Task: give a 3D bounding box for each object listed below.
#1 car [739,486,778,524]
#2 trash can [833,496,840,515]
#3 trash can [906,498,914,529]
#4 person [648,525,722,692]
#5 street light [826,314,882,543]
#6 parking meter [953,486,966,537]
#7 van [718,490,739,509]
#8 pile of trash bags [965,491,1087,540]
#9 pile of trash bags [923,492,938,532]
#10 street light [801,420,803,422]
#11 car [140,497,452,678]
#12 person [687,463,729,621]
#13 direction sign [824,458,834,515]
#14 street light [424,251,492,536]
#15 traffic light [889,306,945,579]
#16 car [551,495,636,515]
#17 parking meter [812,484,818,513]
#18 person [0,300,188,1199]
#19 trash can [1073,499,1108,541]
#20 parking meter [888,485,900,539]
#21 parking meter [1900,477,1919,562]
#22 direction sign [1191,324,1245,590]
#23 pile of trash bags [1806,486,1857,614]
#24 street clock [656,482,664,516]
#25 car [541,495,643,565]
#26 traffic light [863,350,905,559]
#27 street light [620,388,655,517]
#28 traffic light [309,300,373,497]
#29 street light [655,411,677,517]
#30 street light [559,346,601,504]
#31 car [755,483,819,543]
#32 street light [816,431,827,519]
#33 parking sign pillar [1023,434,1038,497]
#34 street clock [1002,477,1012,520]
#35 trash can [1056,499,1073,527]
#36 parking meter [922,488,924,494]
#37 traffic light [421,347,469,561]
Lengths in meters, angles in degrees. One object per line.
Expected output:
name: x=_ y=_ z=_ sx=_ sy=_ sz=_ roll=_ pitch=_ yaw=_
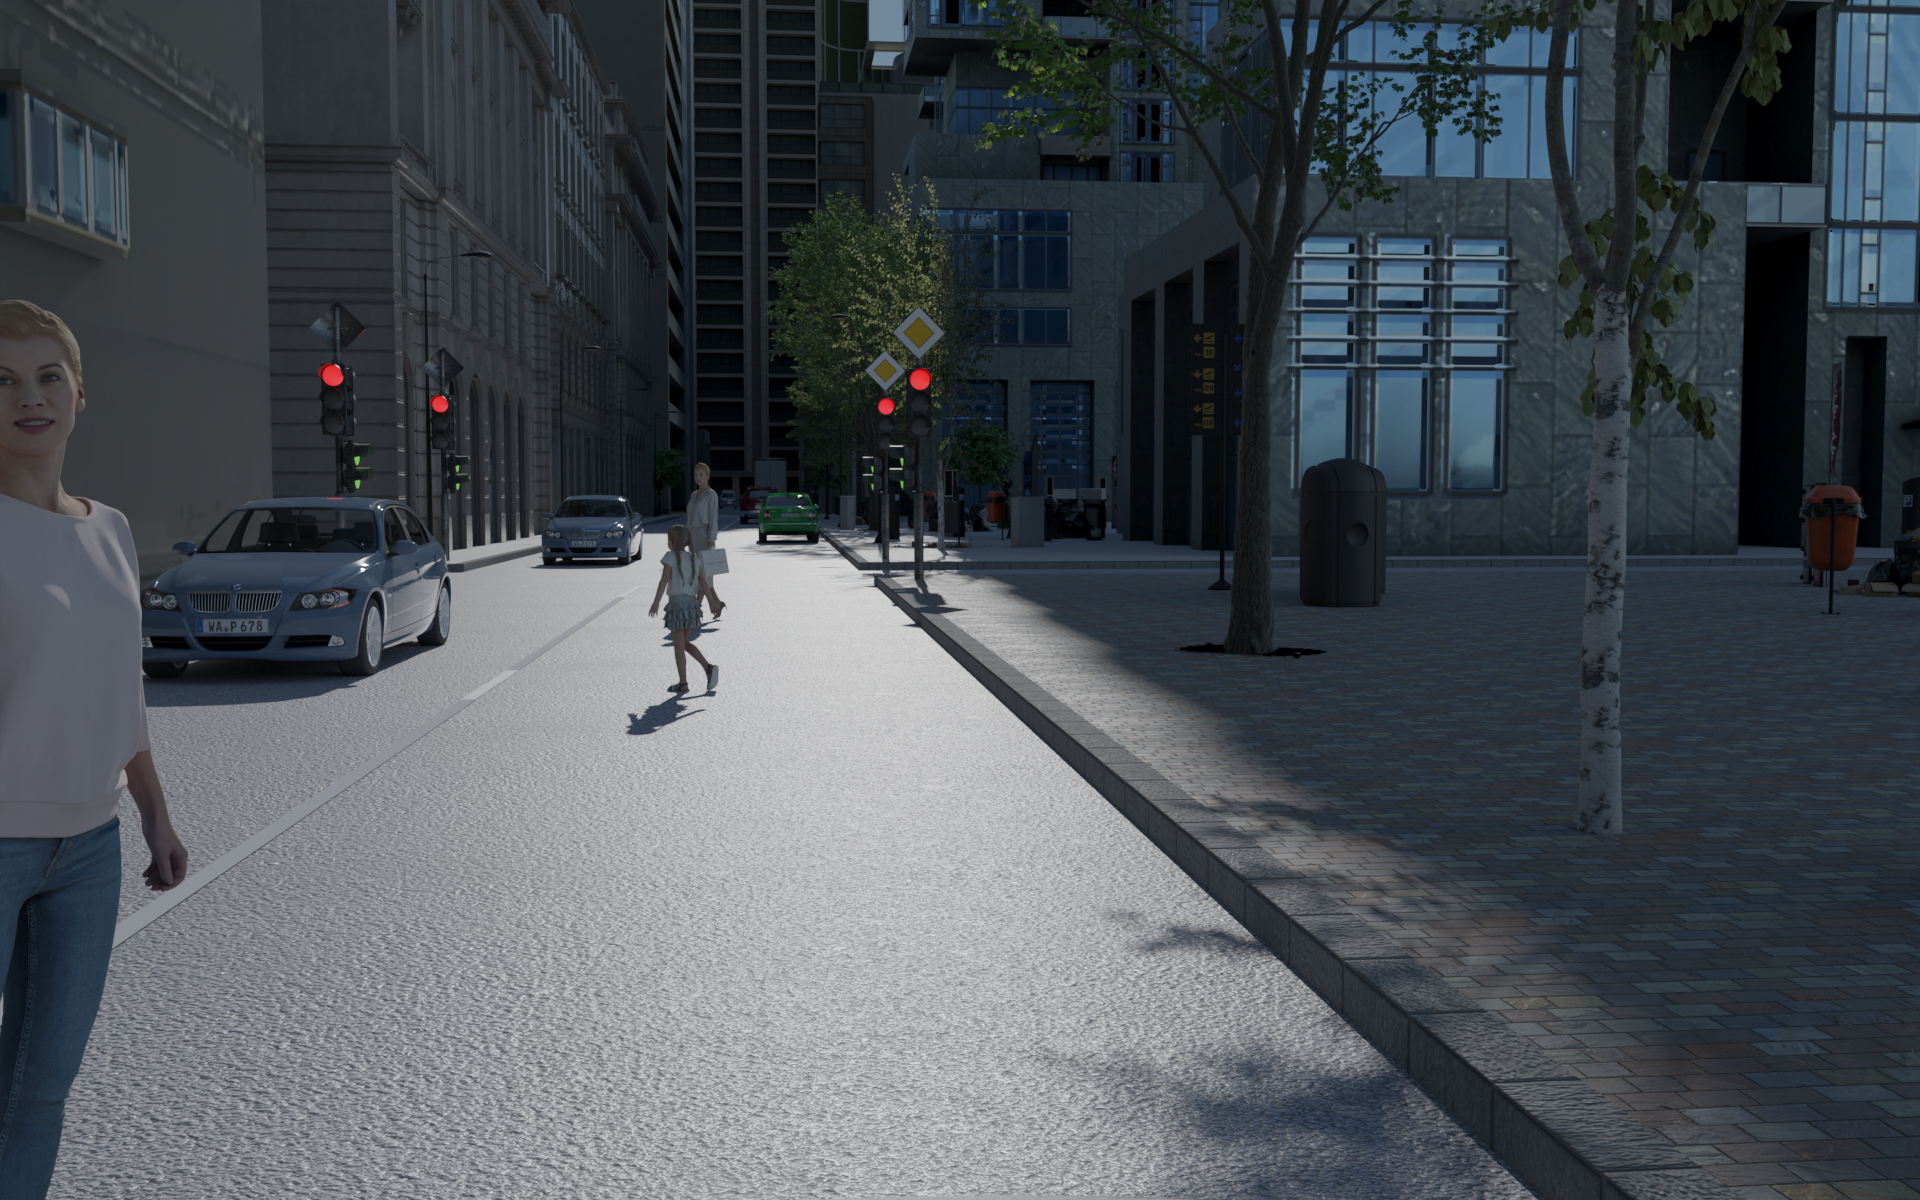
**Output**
car: x=-9.610 y=-4.606 z=83.987 sx=2.281 sy=1.827 sz=5.304 roll=0 pitch=4 yaw=-5
trash can: x=-7.263 y=-5.673 z=104.405 sx=0.748 sy=1.137 sz=0.748 roll=0 pitch=3 yaw=0
trash can: x=-1.641 y=-3.229 z=64.452 sx=0.748 sy=1.137 sz=0.748 roll=0 pitch=3 yaw=0
person: x=-1.995 y=0.064 z=12.470 sx=0.382 sy=1.210 sz=0.505 roll=3 pitch=4 yaw=37
street light: x=-2.634 y=-4.428 z=44.939 sx=1.470 sy=5.913 sz=1.316 roll=0 pitch=4 yaw=-6
parking meter: x=-0.030 y=-2.635 z=51.494 sx=0.372 sy=1.533 sz=0.369 roll=0 pitch=3 yaw=0
van: x=-22.392 y=-9.813 z=167.460 sx=2.013 sy=2.044 sz=4.112 roll=0 pitch=4 yaw=-6
pile of trash bags: x=2.084 y=-2.442 z=49.684 sx=3.447 sy=1.369 sz=1.912 roll=-3 pitch=5 yaw=-42
pile of trash bags: x=-0.366 y=-3.058 z=59.747 sx=1.912 sy=1.369 sz=3.447 roll=-2 pitch=4 yaw=-32
street light: x=-7.286 y=-7.037 z=87.596 sx=1.470 sy=5.913 sz=1.316 roll=0 pitch=4 yaw=-6
car: x=-5.628 y=-0.189 z=15.091 sx=2.014 sy=1.417 sz=4.499 roll=0 pitch=4 yaw=-5
person: x=-2.857 y=-0.654 z=19.554 sx=0.624 sy=1.780 sz=0.694 roll=-2 pitch=4 yaw=-32
direction sign: x=-8.191 y=-7.103 z=108.134 sx=0.876 sy=3.537 sz=0.379 roll=3 pitch=5 yaw=41
street light: x=-9.665 y=-3.713 z=33.255 sx=1.470 sy=5.913 sz=1.316 roll=0 pitch=4 yaw=-6
traffic light: x=-0.639 y=-2.272 z=26.060 sx=0.839 sy=4.253 sz=0.868 roll=0 pitch=4 yaw=-6
car: x=-8.771 y=-1.822 z=41.798 sx=2.014 sy=1.417 sz=4.499 roll=0 pitch=4 yaw=-4
parking meter: x=-8.164 y=-5.619 z=97.586 sx=0.255 sy=1.863 sz=0.399 roll=-2 pitch=4 yaw=-34
person: x=-1.677 y=0.392 z=2.759 sx=0.598 sy=1.740 sz=0.731 roll=1 pitch=4 yaw=9
trash can: x=3.711 y=-2.212 z=47.820 sx=0.748 sy=1.137 sz=0.748 roll=0 pitch=3 yaw=0
parking meter: x=-1.892 y=-2.488 z=49.084 sx=0.372 sy=1.533 sz=0.369 roll=0 pitch=3 yaw=0
parking meter: x=13.403 y=-0.970 z=24.279 sx=0.372 sy=1.533 sz=0.369 roll=0 pitch=3 yaw=0
direction sign: x=3.514 y=-1.904 z=23.129 sx=0.876 sy=3.537 sz=0.379 roll=0 pitch=4 yaw=-4
pile of trash bags: x=10.708 y=-0.515 z=18.168 sx=3.447 sy=1.369 sz=1.912 roll=2 pitch=4 yaw=23
street clock: x=-17.495 y=-5.888 z=100.843 sx=0.471 sy=2.002 sz=0.358 roll=0 pitch=4 yaw=4
car: x=-7.684 y=-1.496 z=36.460 sx=2.014 sy=1.417 sz=4.499 roll=0 pitch=4 yaw=-6
traffic light: x=-1.484 y=-2.757 z=34.001 sx=0.839 sy=4.253 sz=0.868 roll=0 pitch=4 yaw=-6
street light: x=-14.241 y=-6.305 z=75.629 sx=1.470 sy=5.913 sz=1.316 roll=0 pitch=4 yaw=-6
traffic light: x=-9.002 y=-2.216 z=25.158 sx=0.839 sy=4.253 sz=0.868 roll=0 pitch=4 yaw=-6
street light: x=-16.483 y=-7.600 z=96.807 sx=1.470 sy=5.913 sz=1.316 roll=0 pitch=4 yaw=-6
street light: x=-11.990 y=-5.013 z=54.509 sx=1.470 sy=5.913 sz=1.316 roll=0 pitch=4 yaw=-6
car: x=-5.212 y=-2.663 z=52.343 sx=1.959 sy=1.807 sz=4.718 roll=0 pitch=4 yaw=-7
street light: x=-5.112 y=-5.745 z=66.467 sx=1.470 sy=5.913 sz=1.316 roll=0 pitch=4 yaw=-6
parking sign pillar: x=3.170 y=-5.454 z=77.646 sx=1.447 sy=3.967 sz=1.447 roll=1 pitch=4 yaw=14
street clock: x=2.017 y=-4.255 z=74.136 sx=0.358 sy=2.002 sz=0.471 roll=3 pitch=4 yaw=36
trash can: x=3.367 y=-2.614 z=54.397 sx=0.748 sy=1.137 sz=0.748 roll=0 pitch=3 yaw=0
parking meter: x=-1.649 y=-3.795 z=70.466 sx=0.372 sy=1.533 sz=0.369 roll=0 pitch=3 yaw=0
traffic light: x=-9.846 y=-2.702 z=33.099 sx=0.839 sy=4.253 sz=0.868 roll=0 pitch=4 yaw=-6
